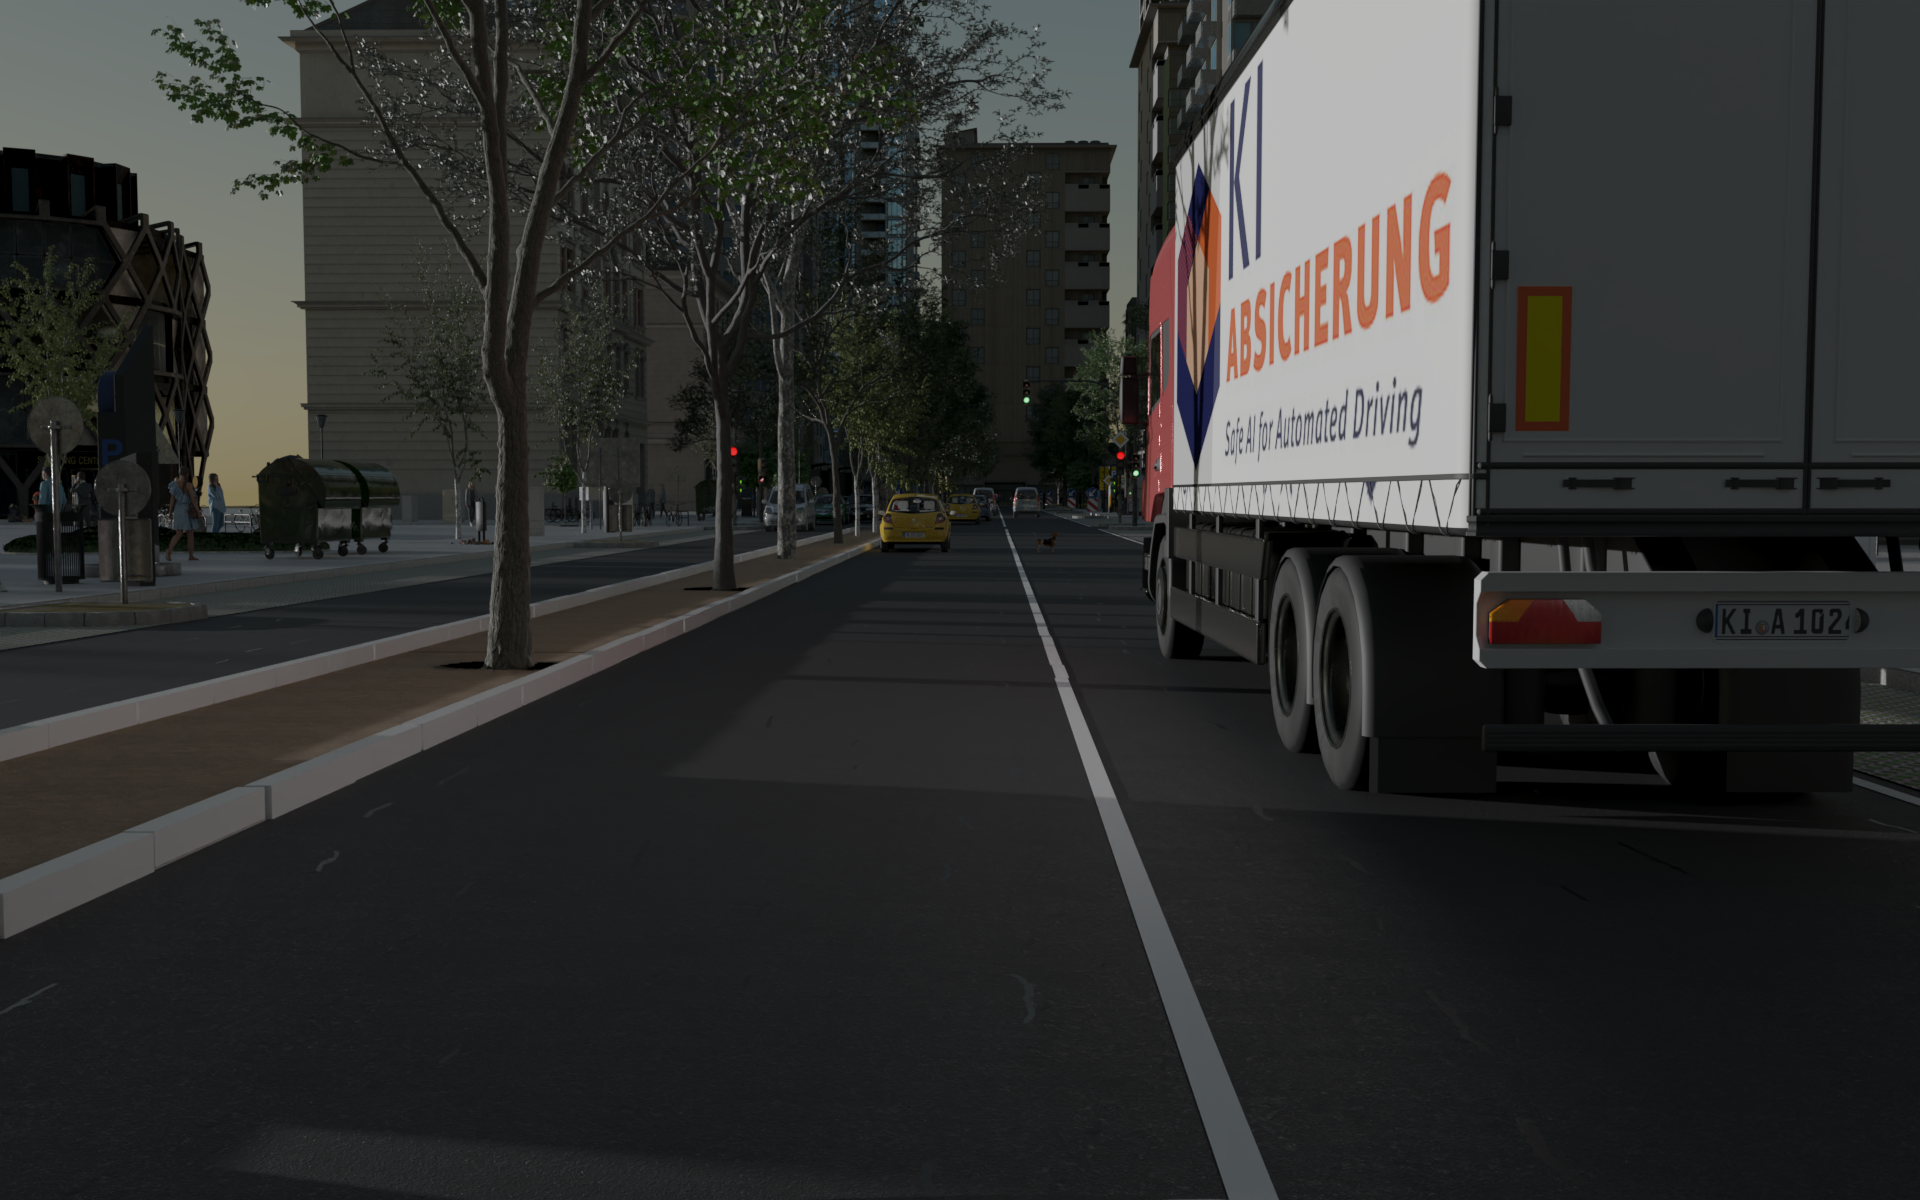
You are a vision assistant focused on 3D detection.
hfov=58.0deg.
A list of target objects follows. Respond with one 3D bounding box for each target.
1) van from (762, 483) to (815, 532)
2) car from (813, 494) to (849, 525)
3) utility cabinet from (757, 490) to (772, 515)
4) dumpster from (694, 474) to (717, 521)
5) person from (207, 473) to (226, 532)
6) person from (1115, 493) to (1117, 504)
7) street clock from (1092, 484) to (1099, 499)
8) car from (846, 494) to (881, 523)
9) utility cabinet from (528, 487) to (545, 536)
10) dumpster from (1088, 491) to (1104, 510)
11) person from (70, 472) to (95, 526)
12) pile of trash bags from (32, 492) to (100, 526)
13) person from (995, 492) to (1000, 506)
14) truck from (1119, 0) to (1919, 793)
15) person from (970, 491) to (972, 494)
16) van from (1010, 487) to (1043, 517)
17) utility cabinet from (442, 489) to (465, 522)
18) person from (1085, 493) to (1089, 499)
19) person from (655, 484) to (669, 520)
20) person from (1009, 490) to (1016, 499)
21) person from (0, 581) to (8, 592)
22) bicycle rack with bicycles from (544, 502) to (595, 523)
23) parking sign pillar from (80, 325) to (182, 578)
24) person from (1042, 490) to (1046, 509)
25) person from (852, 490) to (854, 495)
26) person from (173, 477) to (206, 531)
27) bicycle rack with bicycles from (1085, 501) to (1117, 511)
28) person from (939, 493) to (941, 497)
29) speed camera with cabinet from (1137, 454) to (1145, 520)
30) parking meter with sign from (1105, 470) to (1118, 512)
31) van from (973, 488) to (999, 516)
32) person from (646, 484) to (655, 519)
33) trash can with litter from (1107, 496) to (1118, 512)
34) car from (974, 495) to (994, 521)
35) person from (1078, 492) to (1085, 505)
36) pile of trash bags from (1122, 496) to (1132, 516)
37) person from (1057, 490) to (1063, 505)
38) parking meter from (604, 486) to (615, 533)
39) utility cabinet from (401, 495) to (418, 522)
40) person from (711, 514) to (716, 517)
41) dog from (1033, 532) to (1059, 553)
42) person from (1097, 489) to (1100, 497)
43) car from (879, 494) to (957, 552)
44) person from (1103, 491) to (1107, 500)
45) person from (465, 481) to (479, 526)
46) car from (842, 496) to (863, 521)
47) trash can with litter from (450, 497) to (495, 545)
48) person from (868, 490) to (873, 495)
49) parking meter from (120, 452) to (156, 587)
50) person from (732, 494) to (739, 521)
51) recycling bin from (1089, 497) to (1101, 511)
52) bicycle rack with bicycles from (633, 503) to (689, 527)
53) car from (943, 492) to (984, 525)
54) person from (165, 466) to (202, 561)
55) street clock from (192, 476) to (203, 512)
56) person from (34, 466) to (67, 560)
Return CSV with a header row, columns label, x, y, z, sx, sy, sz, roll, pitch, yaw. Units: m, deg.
label,x,y,z,sx,sy,sz,roll,pitch,yaw
van,-6.593,-3.678,67.144,2.013,2.044,4.112,0,4,1
car,-6.223,-4.256,81.377,2.131,1.459,4.920,0,4,1
utility cabinet,-11.456,-5.748,102.652,1.173,1.500,0.318,0,4,-3
dumpster,-11.887,-4.908,82.746,1.502,2.255,1.985,0,4,1
person,-18.225,-2.208,42.408,0.793,1.790,0.793,-2,4,-35
person,18.861,-12.454,209.681,1.348,1.821,0.705,-1,4,-22
street clock,9.696,-7.304,123.991,0.471,2.002,0.358,2,4,24
car,-4.935,-4.711,86.816,2.009,1.686,4.222,0,4,2
utility cabinet,-13.197,-2.676,52.425,1.173,1.500,0.318,0,4,6
dumpster,11.346,-8.463,144.124,1.264,1.857,1.865,0,4,1
person,-24.659,-2.646,48.667,0.474,1.900,0.648,0,4,-4
pile of trash bags,-35.797,-3.674,69.829,3.447,1.369,1.912,1,4,10
person,4.730,-12.690,216.663,1.217,1.739,0.721,2,4,25
truck,2.948,-1.392,11.666,2.839,4.237,11.283,0,4,0
person,1.072,-9.434,163.459,1.217,1.735,0.721,2,4,33
van,4.133,-6.143,107.454,2.013,2.044,4.112,0,4,2
utility cabinet,-22.750,-4.226,77.778,1.173,1.500,0.318,2,4,35
person,14.099,-11.170,189.408,0.721,1.736,1.217,3,5,43
person,-14.840,-4.900,86.342,0.728,1.800,0.709,1,4,10
person,5.601,-10.151,174.481,1.348,1.822,0.705,0,4,0
person,-12.787,-0.901,22.589,0.589,1.601,0.330,-3,5,-42
bicycle rack with bicycles,-17.977,-3.963,78.183,2.925,0.926,2.852,-1,4,-9
parking sign pillar,-13.029,-2.364,27.118,1.447,3.967,1.447,0,4,-5
person,7.885,-9.451,163.154,0.705,1.807,1.348,1,4,12
person,-12.739,-12.221,205.992,0.705,1.807,1.348,-3,5,-41
person,-23.761,-2.880,53.353,0.699,1.804,1.509,1,4,15
bicycle rack with bicycles,11.313,-7.224,131.495,2.852,0.926,2.925,-3,5,-40
person,-1.936,-8.973,155.350,1.348,1.807,0.705,2,4,34
speed camera with cabinet,9.691,-5.600,85.895,2.038,3.252,0.660,2,4,24
parking meter with sign,10.902,-7.887,125.209,0.543,3.016,1.738,1,4,21
van,1.597,-6.700,116.554,2.013,2.044,4.112,0,4,1
person,-15.760,-5.008,88.101,0.537,1.800,0.526,-2,4,-34
trash can with litter,10.874,-6.802,122.599,0.624,1.170,1.055,-2,4,-35
car,0.782,-4.908,92.250,2.014,1.417,4.499,0,4,3
person,14.504,-12.420,209.075,1.348,1.831,0.705,-1,4,-20
pile of trash bags,10.557,-5.803,104.631,1.912,1.369,3.447,1,4,13
person,12.235,-12.395,208.795,1.348,1.812,0.705,1,4,22
parking meter,-11.694,-3.022,57.818,0.372,1.533,0.369,0,3,0
utility cabinet,-25.172,-4.165,79.251,0.306,1.237,1.020,-3,5,-43
person,-14.088,-5.680,98.716,0.447,1.846,0.655,-2,4,-28
dog,2.095,-1.396,42.118,0.406,0.507,0.540,3,4,39
person,10.734,-7.816,134.103,0.793,1.790,0.793,-2,4,-33
car,-1.104,-2.077,44.180,2.015,1.641,3.980,0,4,1
person,14.697,-10.267,174.622,1.217,1.736,0.721,0,4,2
person,-19.335,-3.832,68.875,0.709,1.800,0.728,-2,4,-31
car,-5.941,-4.922,93.061,1.945,1.354,3.894,0,4,3
trash can with litter,-12.316,-2.052,44.609,1.678,1.210,2.233,-2,4,-29
person,-10.817,-12.394,208.696,0.705,1.823,1.348,3,4,38
parking meter,-11.457,-1.126,24.123,0.399,1.863,0.255,1,4,23
person,-10.720,-4.422,82.587,0.306,1.304,0.590,2,4,32
recycling bin,9.995,-7.062,128.021,0.722,1.027,0.722,2,4,27
bicycle rack with bicycles,-11.955,-3.359,68.304,2.852,0.926,2.925,0,4,5
car,0.109,-4.413,82.383,2.015,1.641,3.980,0,4,2
person,-14.789,-1.645,33.026,0.616,1.811,0.778,1,4,17
street clock,-30.232,-3.925,68.741,0.471,2.002,0.358,3,5,41
person,-17.439,-1.667,33.324,0.620,1.820,0.660,0,4,6
